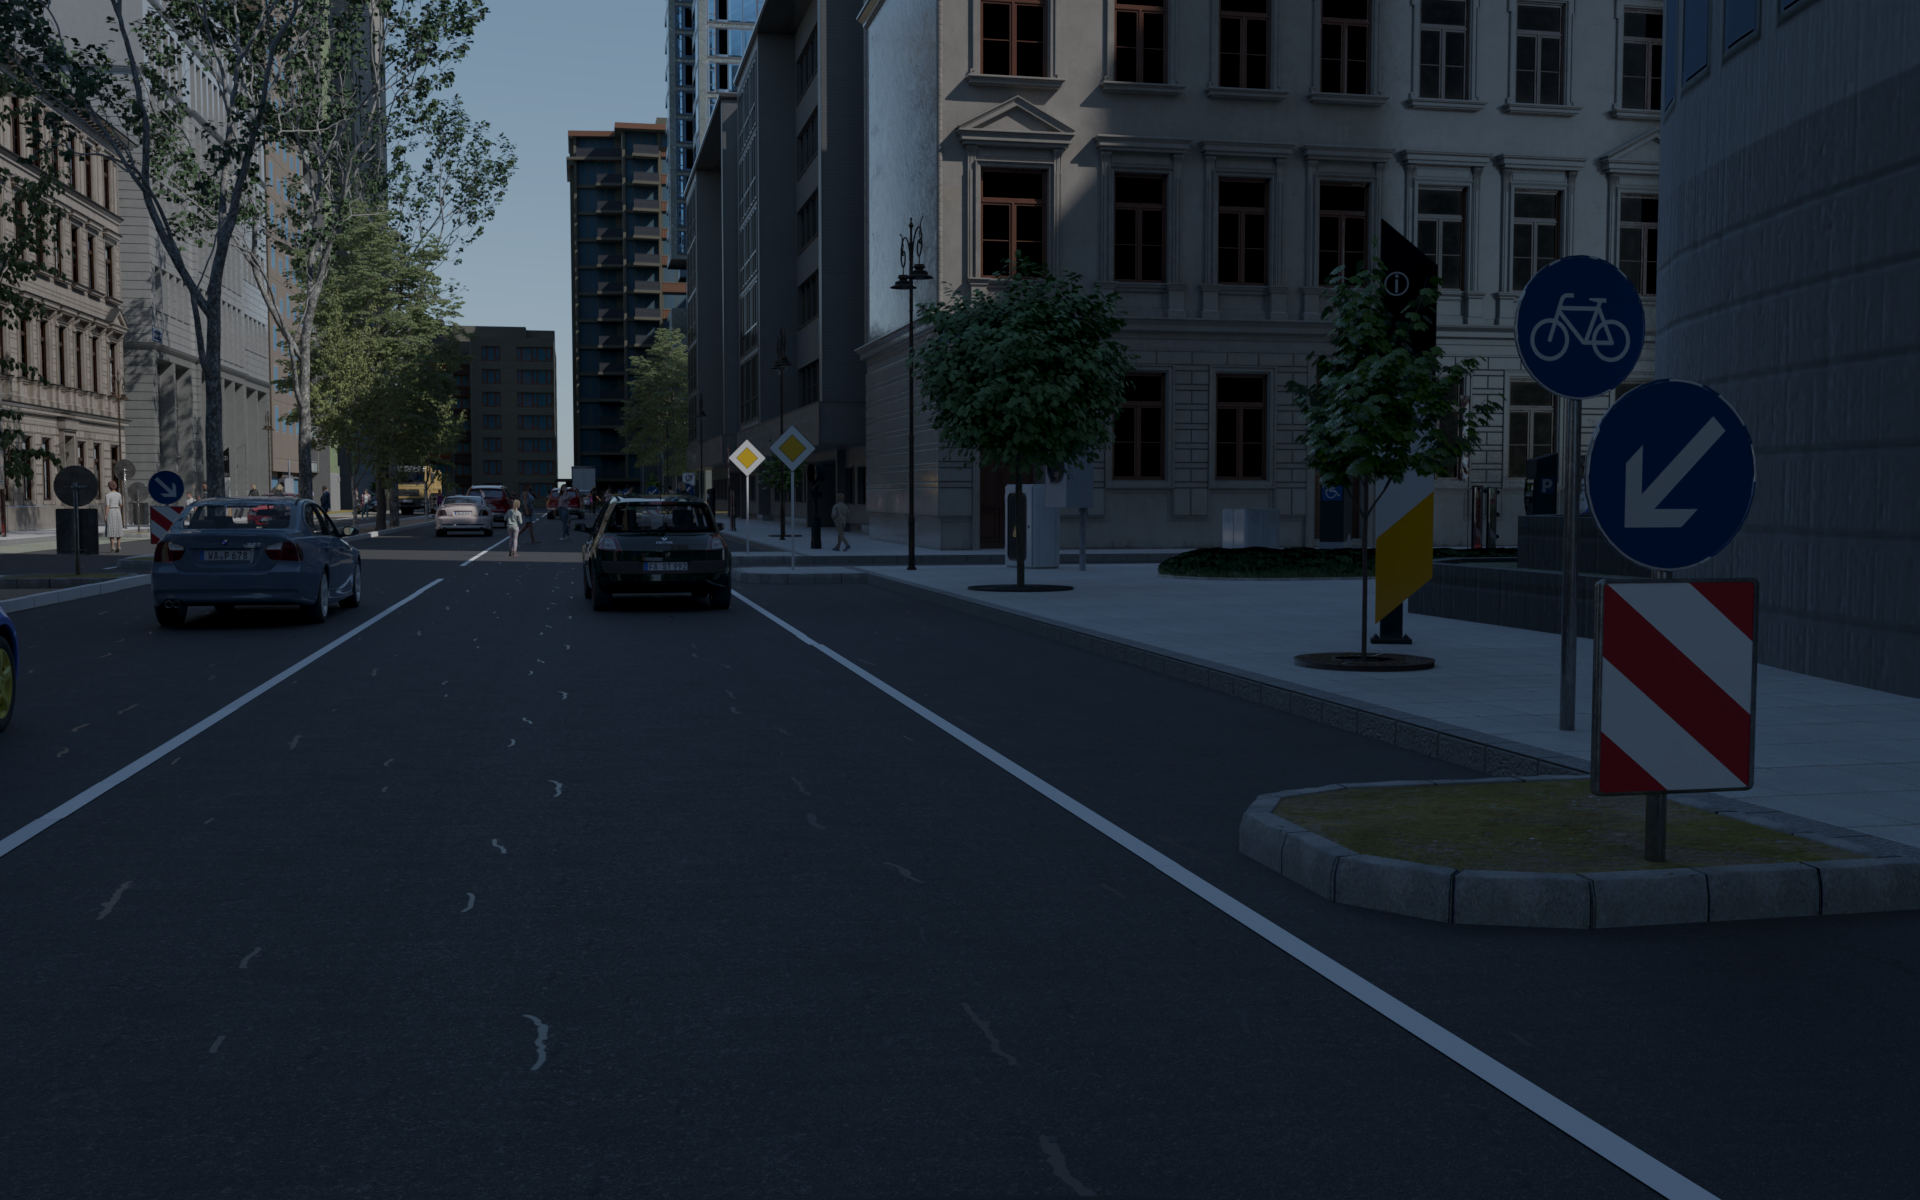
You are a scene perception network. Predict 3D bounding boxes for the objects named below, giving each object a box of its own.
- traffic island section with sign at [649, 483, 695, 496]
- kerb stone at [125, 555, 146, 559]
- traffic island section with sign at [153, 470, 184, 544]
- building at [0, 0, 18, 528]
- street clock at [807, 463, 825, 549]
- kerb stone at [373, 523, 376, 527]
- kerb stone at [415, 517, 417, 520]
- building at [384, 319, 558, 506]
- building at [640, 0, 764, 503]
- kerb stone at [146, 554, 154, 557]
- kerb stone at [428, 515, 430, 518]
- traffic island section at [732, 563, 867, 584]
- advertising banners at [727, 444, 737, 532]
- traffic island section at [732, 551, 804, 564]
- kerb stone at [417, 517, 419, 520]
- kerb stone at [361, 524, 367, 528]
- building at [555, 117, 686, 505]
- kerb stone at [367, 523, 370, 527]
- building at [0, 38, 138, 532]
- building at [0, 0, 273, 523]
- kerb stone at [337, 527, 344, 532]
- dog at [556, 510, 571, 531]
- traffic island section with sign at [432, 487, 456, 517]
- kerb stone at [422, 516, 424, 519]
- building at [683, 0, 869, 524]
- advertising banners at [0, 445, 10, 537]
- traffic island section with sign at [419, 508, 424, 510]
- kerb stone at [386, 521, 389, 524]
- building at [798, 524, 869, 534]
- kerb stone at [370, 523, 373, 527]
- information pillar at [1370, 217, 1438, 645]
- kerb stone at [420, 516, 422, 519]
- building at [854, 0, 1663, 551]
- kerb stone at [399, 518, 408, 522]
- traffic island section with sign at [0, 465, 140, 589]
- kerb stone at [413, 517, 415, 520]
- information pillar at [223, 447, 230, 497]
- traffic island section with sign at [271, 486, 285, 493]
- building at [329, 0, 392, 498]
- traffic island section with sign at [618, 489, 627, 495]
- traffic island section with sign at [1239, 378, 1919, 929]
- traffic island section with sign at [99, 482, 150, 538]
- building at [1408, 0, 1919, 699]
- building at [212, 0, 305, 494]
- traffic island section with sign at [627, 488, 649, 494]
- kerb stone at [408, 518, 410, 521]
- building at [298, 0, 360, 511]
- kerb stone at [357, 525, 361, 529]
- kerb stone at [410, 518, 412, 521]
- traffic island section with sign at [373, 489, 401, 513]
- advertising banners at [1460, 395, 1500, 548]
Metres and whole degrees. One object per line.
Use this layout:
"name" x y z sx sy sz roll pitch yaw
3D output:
"traffic island section with sign" -9.924 -3.243 61.643 1.989 1.847 2.006 -1 4 -12
"kerb stone" -16.836 -0.803 35.322 0.120 0.150 1.000 -1 4 -12
"traffic island section with sign" -15.507 -1.594 34.198 2.006 1.907 1.989 -1 4 -12
"building" -34.222 -12.309 43.059 13.314 21.916 24.055 -1 4 -12
"street clock" -3.365 -2.196 40.471 0.358 2.002 0.471 -2 4 -35
"kerb stone" -25.656 -3.254 75.394 0.120 0.150 1.000 -1 4 -12
"kerb stone" -29.845 -4.415 94.400 0.120 0.150 1.000 -1 4 -12
"building" -62.111 -21.874 202.674 28.899 21.520 27.650 -1 4 -12
"building" -19.859 -52.405 169.501 22.319 86.520 31.000 -1 4 -12
"kerb stone" -17.053 -0.864 36.321 0.120 0.150 1.000 -1 4 -12
"kerb stone" -31.609 -4.908 102.437 0.120 0.150 1.000 -1 4 -12
"traffic island section" -2.767 -0.421 29.163 2.009 0.180 2.903 -1 4 -12
"advertising banners" -7.936 -3.912 60.150 0.090 3.025 2.074 -1 4 -14
"traffic island section" -4.485 -0.898 36.962 2.009 0.180 2.903 -1 4 -12
"kerb stone" -30.063 -4.474 95.408 0.120 0.150 1.000 -1 4 -12
"kerb stone" -24.997 -3.069 72.381 0.120 0.150 1.000 -1 4 -12
"building" -33.143 -33.644 204.711 28.867 44.769 22.147 -1 4 -12
"kerb stone" -25.218 -3.131 73.381 0.120 0.150 1.000 -1 4 -12
"building" -38.477 -12.222 64.456 10.561 19.102 19.286 -1 4 -12
"building" -43.772 -19.026 88.566 11.434 29.767 29.804 -1 4 -12
"kerb stone" -23.672 -2.702 66.374 0.120 0.150 1.000 -1 4 -12
"dog" -15.608 -3.145 68.265 0.800 0.831 0.513 -3 5 -43
"traffic island section with sign" -31.678 -6.082 107.582 2.006 1.907 1.989 -1 4 -12
"kerb stone" -30.730 -4.662 98.412 0.120 0.150 1.000 -1 4 -12
"building" -7.445 -17.035 97.587 14.314 24.678 30.058 -1 4 -12
"advertising banners" -28.651 -3.402 51.807 0.090 3.025 2.074 -3 5 -40
"traffic island section with sign" -49.630 -9.201 159.060 1.989 1.847 2.006 -1 4 -12
"kerb stone" -27.418 -3.743 83.399 0.120 0.150 1.000 -1 4 -12
"building" -0.411 -15.215 67.834 14.314 24.678 30.058 -1 4 -12
"kerb stone" -25.436 -3.191 74.382 0.120 0.150 1.000 -1 4 -12
"information pillar" 3.783 -1.431 14.753 0.504 3.616 0.183 1 4 11
"kerb stone" -30.506 -4.592 97.405 0.120 0.150 1.000 -1 4 -12
"building" 8.007 -12.808 45.565 21.152 22.565 11.583 -1 4 -12
"kerb stone" -28.740 -4.110 89.398 0.120 0.150 1.000 -1 4 -12
"traffic island section with sign" -13.924 -1.151 26.961 2.006 1.907 1.989 -1 4 -12
"kerb stone" -29.626 -4.350 93.399 0.120 0.150 1.000 -1 4 -12
"information pillar" -36.613 -5.807 86.297 0.504 3.616 0.183 0 4 1
"traffic island section with sign" -33.121 -4.617 84.116 1.989 1.847 2.006 -1 4 -12
"building" -68.054 -34.968 160.972 27.495 52.752 28.713 -1 4 -12
"traffic island section with sign" -32.225 -9.435 162.891 1.989 1.847 2.006 -1 4 -12
"traffic island section with sign" 2.180 0.118 6.694 1.989 1.847 2.006 -1 4 -12
"traffic island section with sign" -27.191 -2.969 57.178 1.989 1.847 2.006 -1 4 -12
"building" 16.612 -28.519 8.284 21.231 58.520 28.212 -1 4 -12
"building" -50.369 -28.154 110.436 14.600 45.320 14.200 -1 4 -12
"traffic island section with sign" -15.790 -4.870 88.256 1.989 1.847 2.006 -1 4 -12
"kerb stone" -28.955 -4.171 90.398 0.120 0.150 1.000 -1 4 -12
"building" -57.044 -27.902 139.789 14.154 41.232 14.086 -1 4 -12
"kerb stone" -24.555 -2.947 70.385 0.120 0.150 1.000 -1 4 -12
"kerb stone" -29.174 -4.231 91.396 0.120 0.150 1.000 -1 4 -12
"traffic island section with sign" -43.824 -7.591 132.735 1.989 1.847 2.006 -1 4 -12
"advertising banners" 9.386 -2.151 31.350 0.090 3.025 2.074 3 4 36
